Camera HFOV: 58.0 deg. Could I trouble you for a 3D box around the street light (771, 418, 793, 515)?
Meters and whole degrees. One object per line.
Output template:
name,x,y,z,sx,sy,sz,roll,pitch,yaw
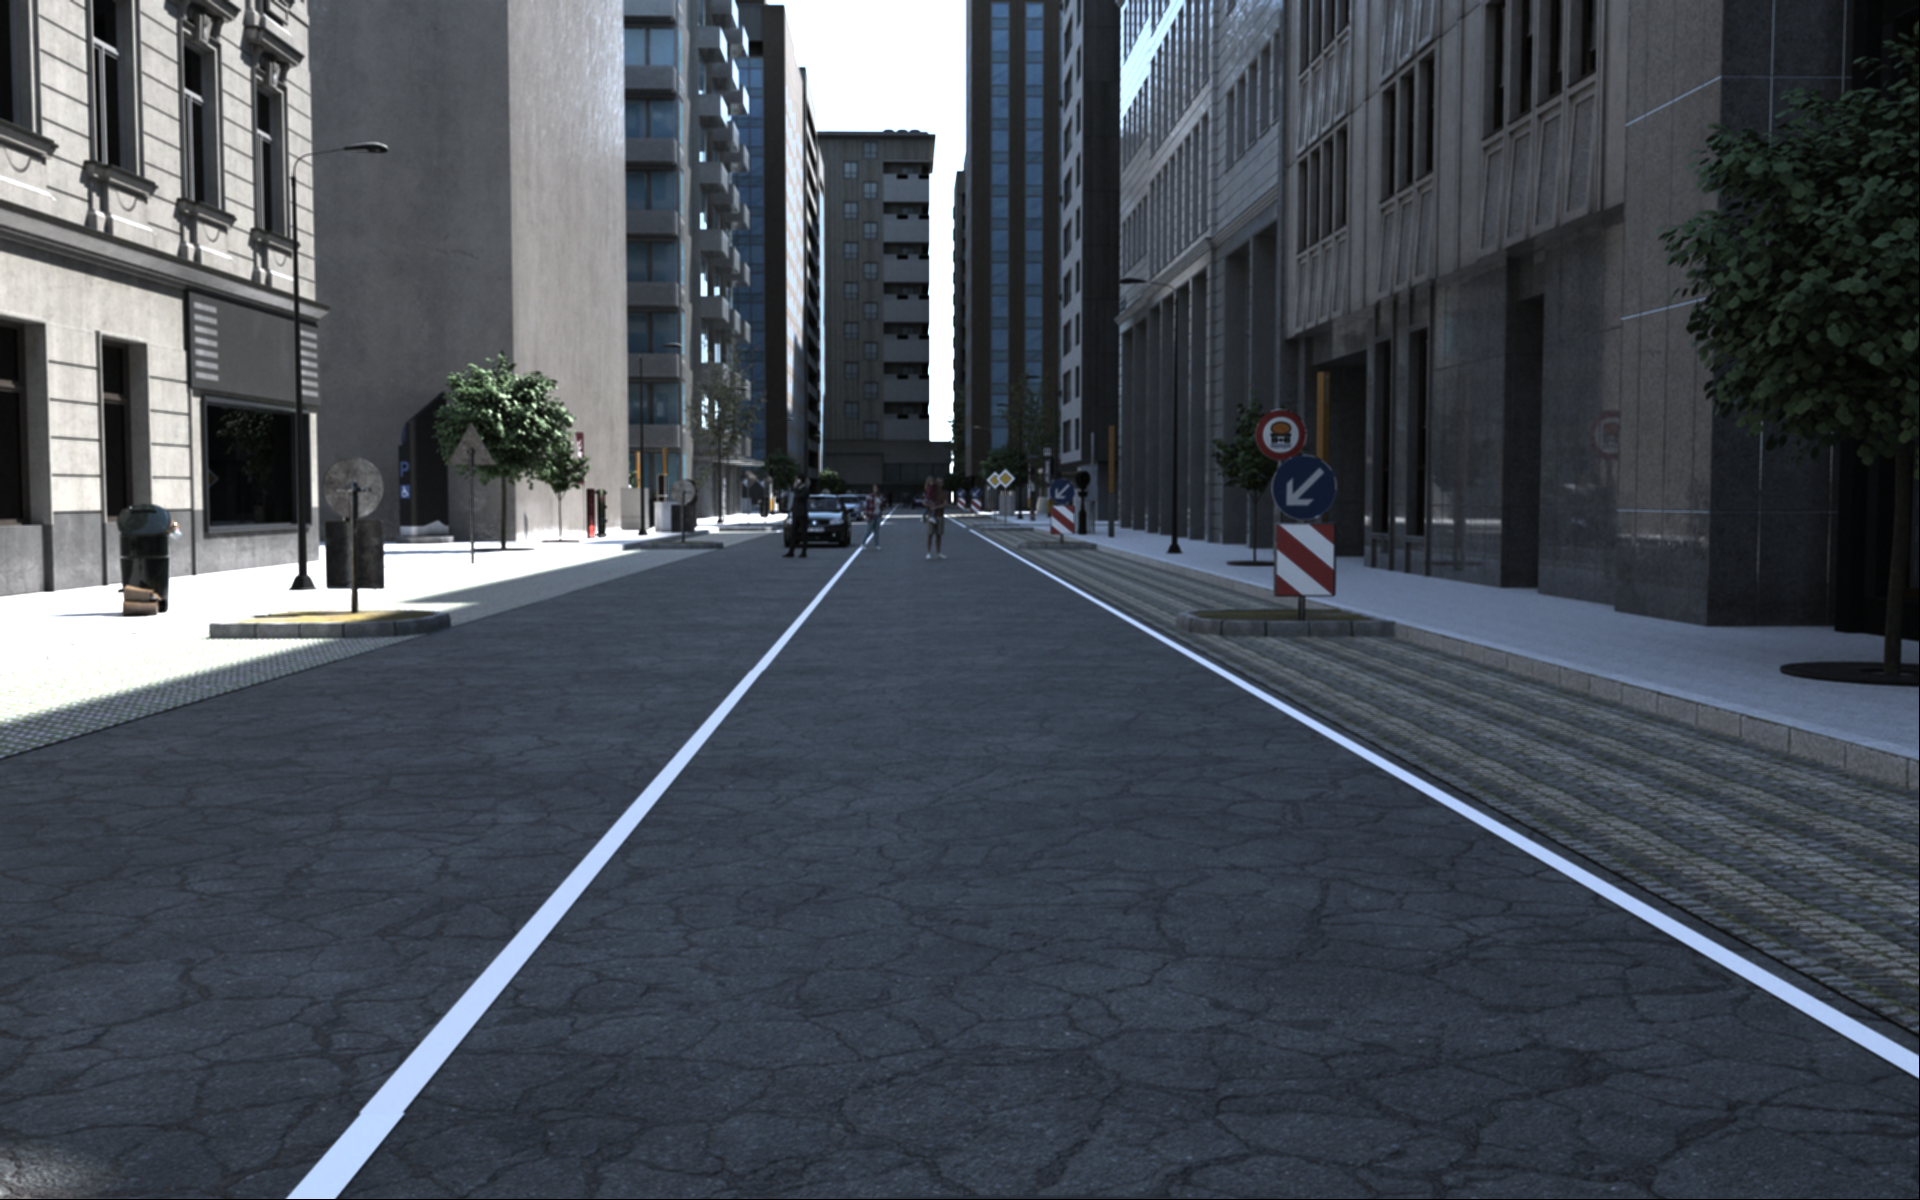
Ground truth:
street light,-10.902,-8.166,106.047,1.470,5.913,1.316,0,4,-2

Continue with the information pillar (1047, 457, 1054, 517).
information pillar,5.051,-6.413,96.213,0.504,3.616,0.183,-3,5,-44

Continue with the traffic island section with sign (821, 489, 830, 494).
traffic island section with sign,-9.782,-7.250,127.169,1.989,1.847,2.006,0,4,-2

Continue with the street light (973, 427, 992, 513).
street light,1.584,-9.000,119.694,1.470,5.913,1.316,0,4,-2

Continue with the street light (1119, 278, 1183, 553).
street light,4.111,-3.965,37.375,1.470,5.913,1.316,0,4,-2

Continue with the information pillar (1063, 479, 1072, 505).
information pillar,5.162,-4.823,83.342,0.304,2.012,0.304,-3,4,-37

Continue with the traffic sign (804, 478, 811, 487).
traffic sign,-12.024,-8.254,135.057,0.768,2.556,0.104,0,4,1

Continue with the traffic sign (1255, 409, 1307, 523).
traffic sign,4.818,-1.589,26.092,0.768,2.556,0.104,0,4,4

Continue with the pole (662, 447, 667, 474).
pole,-12.906,-5.012,75.785,0.158,3.312,0.155,0,3,0

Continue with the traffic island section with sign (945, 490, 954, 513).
traffic island section with sign,-0.036,-7.309,128.129,1.989,1.847,2.006,0,4,-2

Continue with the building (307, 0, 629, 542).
building,-29.263,-15.318,54.967,34.151,26.468,19.350,0,4,-2

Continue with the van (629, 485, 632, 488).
van,-15.345,-3.905,70.857,4.112,2.044,2.013,0,4,-3

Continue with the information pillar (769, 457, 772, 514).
information pillar,-12.041,-7.291,110.567,0.183,3.616,0.504,1,4,12

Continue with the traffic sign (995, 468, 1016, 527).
traffic sign,1.782,-3.928,67.869,0.795,2.450,0.064,0,4,-2

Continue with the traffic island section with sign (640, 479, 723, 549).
traffic island section with sign,-7.276,-2.258,45.552,1.989,1.847,2.006,0,4,-2

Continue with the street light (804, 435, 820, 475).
street light,-11.725,-10.030,136.537,1.470,5.913,1.316,0,4,-2

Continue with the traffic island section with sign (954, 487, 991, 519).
traffic island section with sign,0.795,-5.648,100.972,1.989,1.847,2.006,0,4,-2

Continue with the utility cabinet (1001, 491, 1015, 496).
utility cabinet,3.266,-6.664,117.643,0.318,1.500,1.173,-3,5,-39

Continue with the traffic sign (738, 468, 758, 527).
traffic sign,-8.259,-3.911,67.582,0.795,2.450,0.064,0,4,-2

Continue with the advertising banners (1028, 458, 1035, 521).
advertising banners,3.424,-5.302,82.878,0.090,3.025,2.074,0,4,-6

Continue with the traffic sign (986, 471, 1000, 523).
traffic sign,1.537,-4.416,75.850,0.795,2.450,0.064,0,4,-2

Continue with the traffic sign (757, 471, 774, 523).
traffic sign,-8.504,-4.399,75.563,0.795,2.450,0.064,0,4,-2

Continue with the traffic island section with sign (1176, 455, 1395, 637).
traffic island section with sign,3.338,-0.587,18.221,1.989,1.847,2.006,0,4,-2

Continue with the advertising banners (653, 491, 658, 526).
advertising banners,-12.452,-4.350,67.314,2.074,3.025,0.090,-1,4,-10

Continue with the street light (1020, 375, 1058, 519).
street light,3.248,-5.830,67.864,1.470,5.913,1.316,0,4,-2

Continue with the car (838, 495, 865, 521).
car,-6.110,-4.963,93.148,2.014,1.417,4.499,0,4,0

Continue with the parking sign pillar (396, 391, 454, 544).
parking sign pillar,-13.965,-3.462,45.076,1.447,3.967,1.447,2,4,29

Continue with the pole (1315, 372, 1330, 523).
pole,6.067,-2.150,28.989,0.158,3.312,0.155,0,3,0

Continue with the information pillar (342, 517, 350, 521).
information pillar,-14.854,-2.301,42.107,0.304,2.012,0.304,-2,4,-24

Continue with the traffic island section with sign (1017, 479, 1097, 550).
traffic island section with sign,2.501,-2.245,45.337,1.989,1.847,2.006,0,4,-2

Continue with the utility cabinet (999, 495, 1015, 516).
utility cabinet,2.754,-5.536,101.677,1.020,1.237,0.306,3,5,43

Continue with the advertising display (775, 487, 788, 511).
advertising display,-13.247,-7.546,128.596,0.974,1.923,0.123,1,4,17

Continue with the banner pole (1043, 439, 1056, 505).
banner pole,4.096,-5.413,78.527,0.863,3.779,0.401,2,4,34

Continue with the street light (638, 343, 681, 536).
street light,-9.292,-4.953,53.529,1.470,5.913,1.316,0,4,-2

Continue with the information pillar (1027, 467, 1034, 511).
information pillar,5.339,-8.525,130.738,0.504,3.616,0.183,-1,4,-13

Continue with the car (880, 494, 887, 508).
car,-8.618,-10.482,180.423,2.155,1.783,4.494,0,4,-1

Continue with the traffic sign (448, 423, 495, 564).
traffic sign,-8.917,-1.934,31.619,0.884,2.594,0.081,0,4,5

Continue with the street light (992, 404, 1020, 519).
street light,2.561,-7.124,89.025,1.470,5.913,1.316,0,4,-2

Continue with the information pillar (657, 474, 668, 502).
information pillar,-10.921,-3.615,63.591,0.304,2.012,0.304,0,4,5

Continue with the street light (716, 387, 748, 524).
street light,-9.918,-6.287,75.338,1.470,5.913,1.316,0,4,-2

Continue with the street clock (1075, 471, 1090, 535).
street clock,3.892,-3.080,54.920,0.358,2.002,0.471,3,5,44

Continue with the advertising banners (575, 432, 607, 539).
advertising banners,-10.625,-3.283,49.866,0.090,3.025,2.074,1,4,12

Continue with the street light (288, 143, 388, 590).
street light,-8.263,-3.089,23.045,1.470,5.913,1.316,0,4,-2

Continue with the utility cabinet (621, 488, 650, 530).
utility cabinet,-11.366,-3.176,60.612,1.173,1.500,0.318,3,5,39

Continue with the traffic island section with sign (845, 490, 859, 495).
traffic island section with sign,-11.331,-10.326,177.451,1.989,1.847,2.006,0,4,-2

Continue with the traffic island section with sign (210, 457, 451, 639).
traffic island section with sign,-6.438,-0.575,18.026,1.989,1.847,2.006,0,4,-2

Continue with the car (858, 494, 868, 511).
car,-7.182,-7.126,128.520,2.014,1.417,4.499,0,4,0

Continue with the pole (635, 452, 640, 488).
pole,-15.541,-5.487,83.563,0.158,3.312,0.155,0,3,0

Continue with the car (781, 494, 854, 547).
car,-3.931,-2.340,48.044,2.009,1.686,4.222,0,4,-2

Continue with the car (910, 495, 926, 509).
car,-3.822,-9.426,166.700,1.945,1.354,3.894,0,4,-3

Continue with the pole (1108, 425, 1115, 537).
pole,4.509,-3.528,51.529,0.158,3.312,0.155,0,3,0

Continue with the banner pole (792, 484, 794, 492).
banner pole,-14.269,-9.694,148.512,0.401,3.779,0.863,-2,4,-29
